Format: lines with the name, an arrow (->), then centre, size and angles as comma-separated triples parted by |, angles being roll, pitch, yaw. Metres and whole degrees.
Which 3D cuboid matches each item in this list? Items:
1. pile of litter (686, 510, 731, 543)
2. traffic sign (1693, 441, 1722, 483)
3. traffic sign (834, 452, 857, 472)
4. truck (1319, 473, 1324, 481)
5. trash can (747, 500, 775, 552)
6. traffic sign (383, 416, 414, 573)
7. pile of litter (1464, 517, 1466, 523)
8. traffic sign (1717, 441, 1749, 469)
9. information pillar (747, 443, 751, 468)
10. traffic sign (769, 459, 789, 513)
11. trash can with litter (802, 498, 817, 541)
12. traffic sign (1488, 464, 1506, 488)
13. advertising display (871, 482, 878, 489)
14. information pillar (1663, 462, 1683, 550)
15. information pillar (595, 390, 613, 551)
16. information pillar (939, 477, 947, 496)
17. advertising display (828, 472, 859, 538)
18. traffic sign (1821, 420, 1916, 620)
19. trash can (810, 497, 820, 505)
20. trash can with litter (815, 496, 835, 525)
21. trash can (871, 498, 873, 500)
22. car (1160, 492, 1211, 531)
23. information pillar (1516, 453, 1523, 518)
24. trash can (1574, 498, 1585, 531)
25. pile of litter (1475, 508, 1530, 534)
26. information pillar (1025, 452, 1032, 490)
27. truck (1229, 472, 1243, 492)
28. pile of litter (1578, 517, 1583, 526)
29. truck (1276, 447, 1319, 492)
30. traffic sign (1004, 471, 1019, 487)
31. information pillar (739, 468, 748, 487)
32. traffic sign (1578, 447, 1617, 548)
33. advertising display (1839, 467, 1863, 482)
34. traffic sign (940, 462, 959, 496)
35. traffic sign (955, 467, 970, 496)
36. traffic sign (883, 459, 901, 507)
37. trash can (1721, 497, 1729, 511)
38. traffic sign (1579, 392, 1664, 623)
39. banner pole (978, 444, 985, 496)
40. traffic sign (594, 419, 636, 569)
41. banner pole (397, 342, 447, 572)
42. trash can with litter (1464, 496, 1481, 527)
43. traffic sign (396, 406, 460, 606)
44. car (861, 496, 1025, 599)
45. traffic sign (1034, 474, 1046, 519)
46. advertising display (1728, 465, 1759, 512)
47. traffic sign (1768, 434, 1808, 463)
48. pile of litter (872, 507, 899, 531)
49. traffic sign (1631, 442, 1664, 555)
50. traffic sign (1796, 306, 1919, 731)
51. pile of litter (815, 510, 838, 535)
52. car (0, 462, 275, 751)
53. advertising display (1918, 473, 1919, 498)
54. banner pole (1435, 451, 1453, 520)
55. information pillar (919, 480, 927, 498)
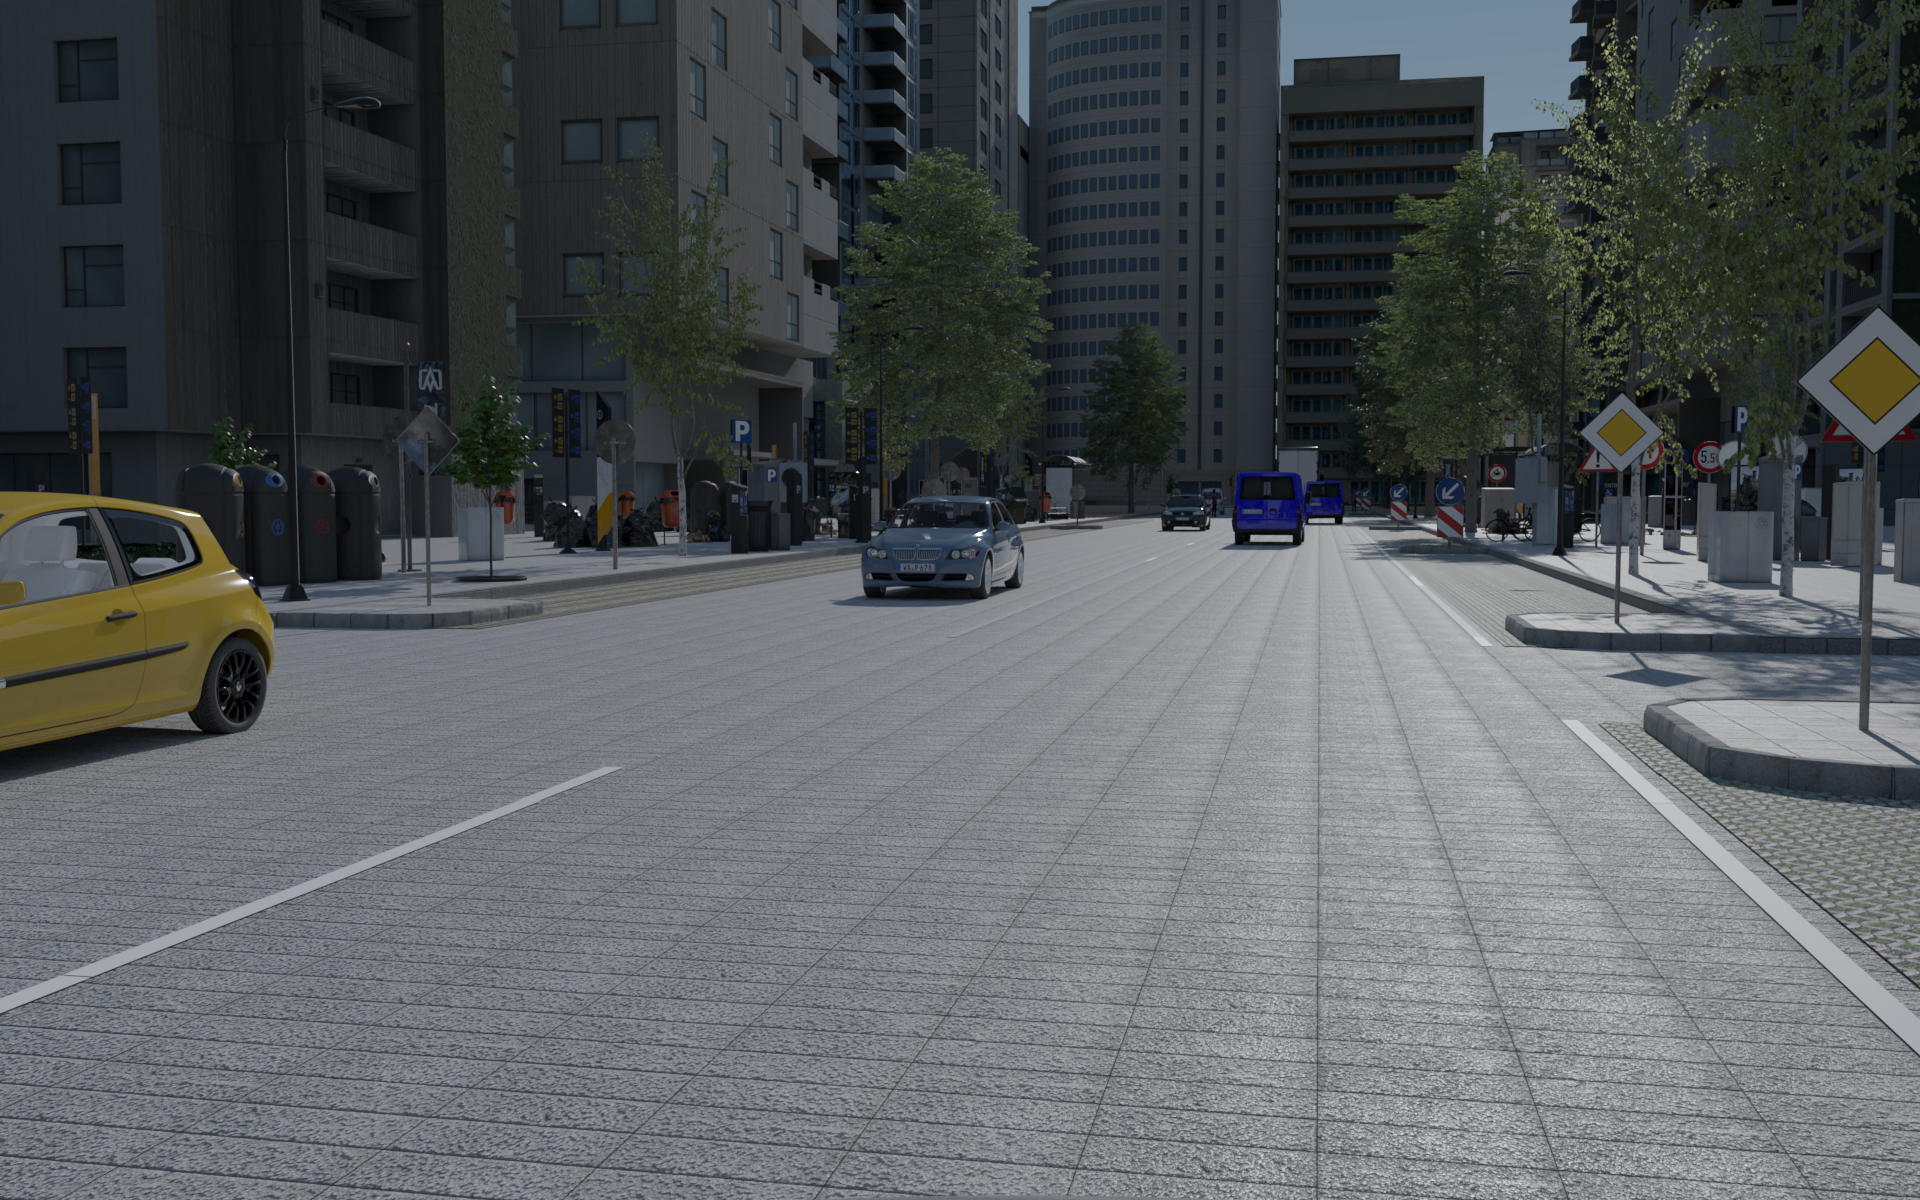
pile of litter -> -6.833, -1.978, 46.298 | 1.176, 0.858, 1.719 | 3, 5, 45
traffic sign -> 18.079, -2.551, 41.822 | 0.768, 2.556, 0.104 | 1, 4, 13
traffic sign -> -3.484, -3.214, 52.555 | 0.884, 2.594, 0.081 | 1, 4, 15
truck -> 24.740, -7.994, 126.618 | 3.469, 3.379, 9.791 | 1, 4, 13
trash can -> -4.510, -1.654, 38.691 | 0.748, 1.137, 0.748 | 0, 3, 0
traffic sign -> -9.064, -1.715, 28.148 | 0.768, 2.556, 0.104 | 1, 4, 19
pile of litter -> 21.711, -3.797, 76.053 | 1.719, 0.858, 1.176 | -2, 4, -31
traffic sign -> 18.539, -2.532, 41.496 | 0.768, 2.556, 0.104 | 1, 4, 21
information pillar -> -8.857, -4.976, 72.707 | 0.183, 3.616, 0.504 | -1, 4, -20
traffic sign -> -5.216, -2.929, 50.014 | 0.606, 2.300, 0.079 | 1, 4, 14
trash can with litter -> -4.404, -2.176, 46.968 | 1.055, 1.170, 0.624 | 0, 4, -8
traffic sign -> 22.937, -4.521, 74.024 | 0.768, 2.556, 0.104 | 1, 4, 15
advertising display -> -4.746, -5.412, 93.700 | 0.123, 1.923, 0.974 | 2, 4, 28
information pillar -> 16.378, -2.159, 39.798 | 0.304, 2.012, 0.304 | 3, 5, 45
information pillar -> -7.984, -2.906, 38.862 | 0.504, 3.616, 0.183 | 3, 5, 44
information pillar -> -0.726, -4.172, 72.711 | 0.304, 2.012, 0.304 | 1, 4, 10
advertising display -> -3.366, -2.751, 50.194 | 0.974, 1.923, 0.123 | 2, 4, 26
traffic sign -> 9.202, -1.076, 17.595 | 0.884, 2.594, 0.081 | 1, 4, 13
trash can -> -6.699, -4.087, 78.482 | 0.748, 1.137, 0.748 | 0, 3, 0
trash can with litter -> -6.131, -3.687, 71.332 | 2.233, 1.210, 1.678 | -1, 4, -17
trash can -> -3.295, -2.852, 58.288 | 0.748, 1.137, 0.748 | 0, 3, 0
car -> 8.962, -3.592, 68.515 | 2.009, 1.686, 4.222 | 1, 4, 12
information pillar -> 27.772, -5.787, 85.966 | 0.504, 3.616, 0.183 | -3, 4, -37
trash can -> 20.168, -2.777, 57.056 | 0.748, 1.137, 0.748 | 0, 3, 0
pile of litter -> 17.525, -2.561, 55.832 | 1.176, 0.858, 1.719 | -3, 5, -43
information pillar -> 3.700, -6.266, 93.799 | 0.504, 3.616, 0.183 | 3, 5, 40
truck -> 25.871, -9.652, 153.729 | 3.469, 3.379, 9.791 | 1, 4, 12
pile of litter -> 22.667, -3.125, 65.059 | 1.719, 0.858, 1.176 | -1, 4, -21
truck -> 21.177, -7.350, 109.087 | 2.839, 4.237, 11.283 | 1, 4, 10
traffic sign -> 2.586, -5.261, 87.203 | 0.795, 2.450, 0.064 | 1, 4, 16
information pillar -> -6.160, -2.767, 49.727 | 0.304, 2.012, 0.304 | 1, 4, 11
traffic sign -> 15.264, -2.537, 41.480 | 0.884, 2.594, 0.081 | 1, 4, 19
advertising display -> 21.354, -2.238, 41.798 | 0.974, 1.923, 0.123 | 2, 4, 33
traffic sign -> -0.424, -4.141, 67.805 | 0.768, 2.556, 0.104 | 1, 4, 14
traffic sign -> 0.081, -5.029, 82.324 | 0.768, 2.556, 0.104 | 1, 4, 17
traffic sign -> -2.540, -3.879, 63.532 | 0.768, 2.556, 0.104 | 1, 4, 15
trash can -> 36.537, -4.318, 82.258 | 0.748, 1.137, 0.748 | 0, 3, 0
traffic sign -> 6.535, -0.828, 17.173 | 0.795, 2.450, 0.064 | 1, 4, 12
banner pole -> 0.837, -4.833, 69.038 | 0.401, 3.779, 0.863 | 2, 4, 26
traffic sign -> -5.866, -1.793, 29.416 | 0.768, 2.556, 0.104 | 1, 4, 14
banner pole -> -8.902, -2.364, 28.668 | 0.863, 3.779, 0.401 | 0, 4, -6
trash can with litter -> 19.822, -3.411, 66.835 | 2.233, 1.210, 1.678 | -3, 4, -36
traffic sign -> -6.087, -0.989, 19.805 | 0.795, 2.450, 0.064 | 1, 4, 12
car -> -0.158, -0.815, 25.320 | 2.014, 1.417, 4.499 | 1, 4, 11
traffic sign -> 4.057, -5.245, 87.892 | 0.606, 2.300, 0.079 | 1, 4, 17
advertising display -> 17.270, -1.998, 37.874 | 0.123, 1.923, 0.974 | -2, 4, -30
traffic sign -> 17.177, -2.197, 36.033 | 0.768, 2.556, 0.104 | 1, 4, 16
pile of litter -> -2.529, -2.817, 60.016 | 1.176, 0.858, 1.719 | -3, 5, -44
traffic sign -> 14.269, -2.206, 36.168 | 0.768, 2.556, 0.104 | 1, 4, 16
traffic sign -> 4.911, -0.349, 9.354 | 0.795, 2.450, 0.064 | 1, 4, 12
pile of litter -> -4.352, -2.498, 54.808 | 1.176, 0.858, 1.719 | 1, 4, 22
car -> -5.421, 0.063, 9.190 | 2.015, 1.641, 3.980 | 1, 4, 12
advertising display -> 27.428, -2.653, 48.598 | 0.974, 1.923, 0.123 | 3, 5, 40
banner pole -> 23.961, -5.848, 85.639 | 0.863, 3.779, 0.401 | 1, 4, 20
information pillar -> -1.919, -5.202, 89.546 | 0.304, 2.012, 0.304 | 2, 4, 29
